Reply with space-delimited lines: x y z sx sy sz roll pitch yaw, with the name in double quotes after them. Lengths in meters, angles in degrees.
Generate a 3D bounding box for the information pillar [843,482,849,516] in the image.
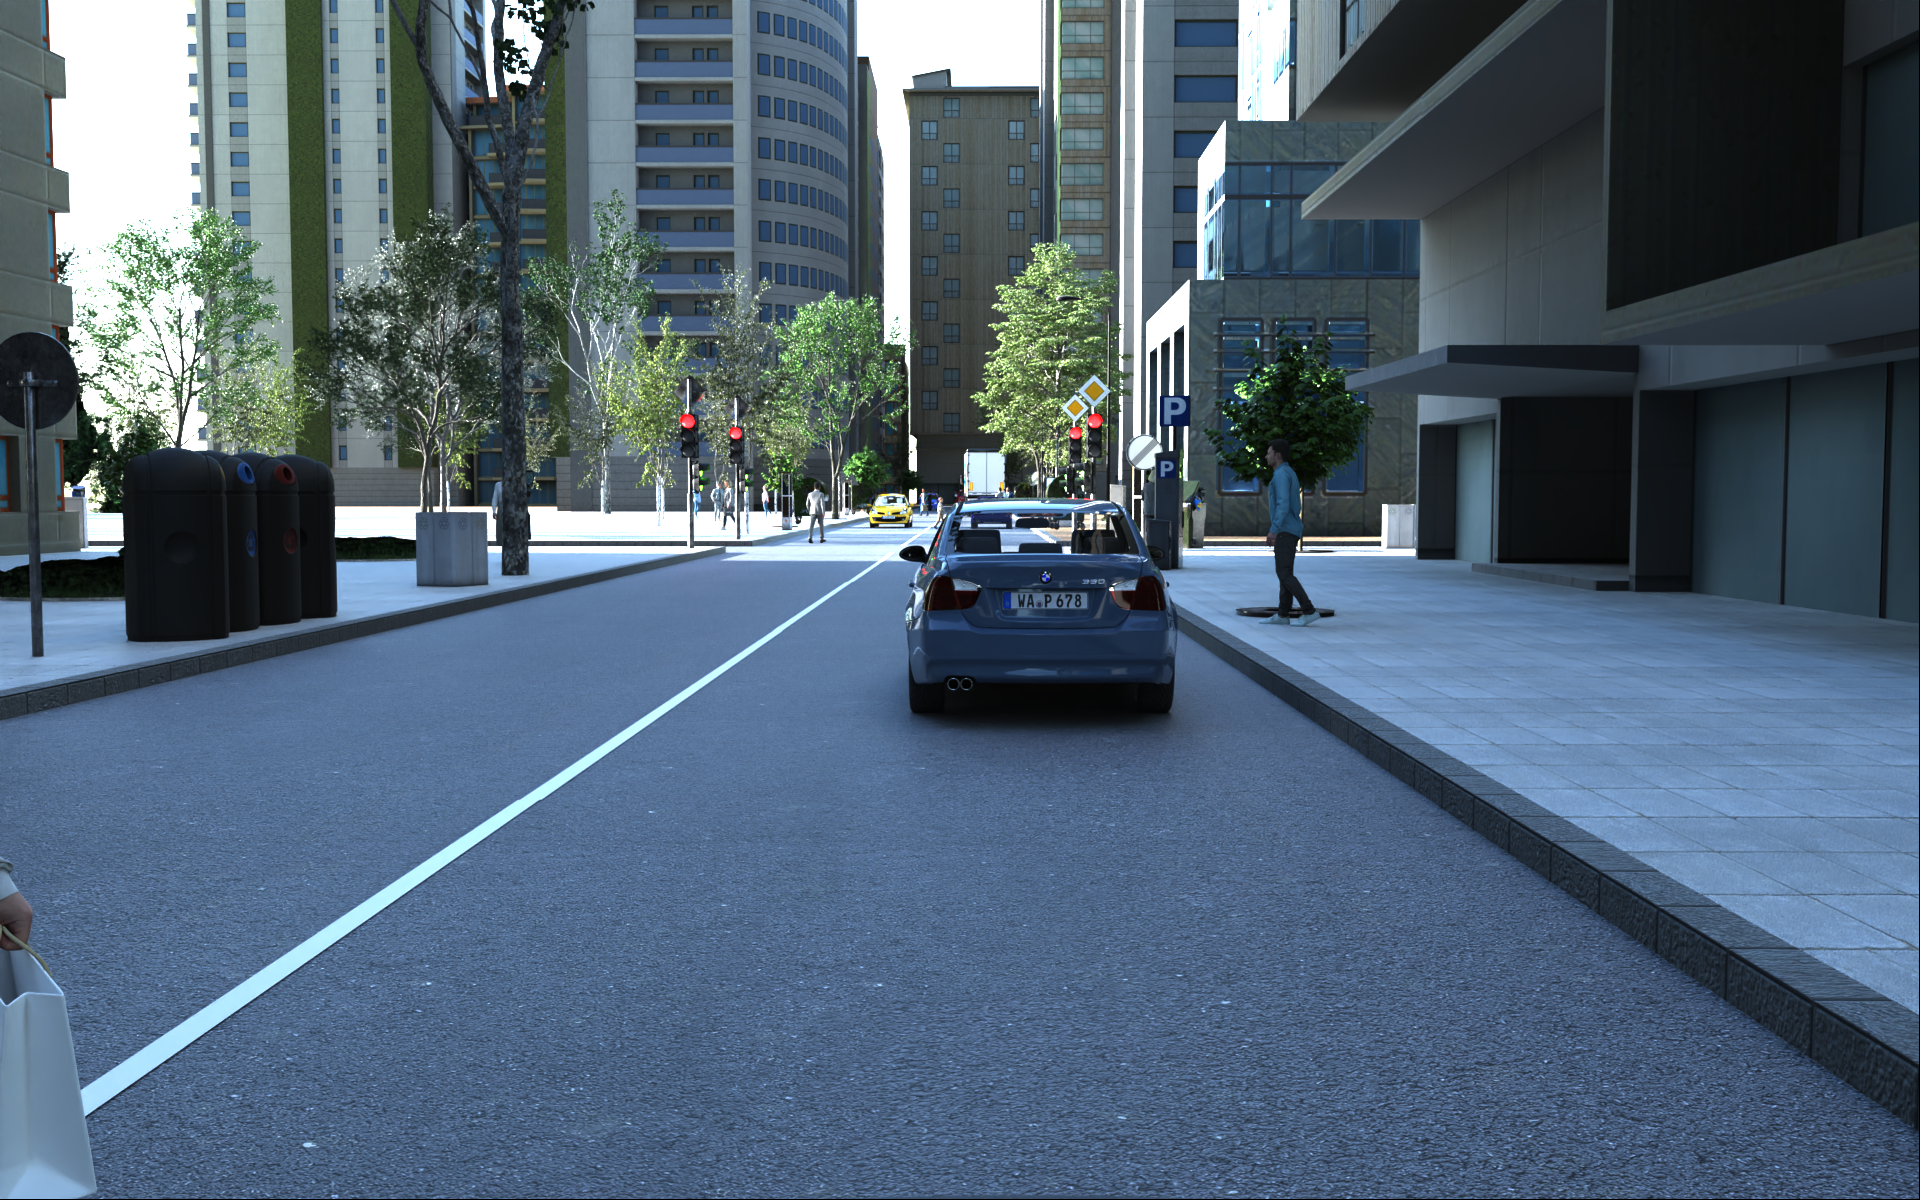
-6.785 -6.035 103.172 0.304 2.012 0.304 -1 4 -22 "information pillar"

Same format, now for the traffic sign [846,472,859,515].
-6.478 -6.338 103.634 0.884 2.594 0.081 0 4 1 "traffic sign"

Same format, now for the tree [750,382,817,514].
-11.640 -9.850 111.412 4.737 8.622 4.395 0 3 0 "tree"

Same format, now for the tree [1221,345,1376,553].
7.460 -3.334 38.220 4.285 4.588 4.351 0 3 0 "tree"

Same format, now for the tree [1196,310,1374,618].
3.453 -1.459 18.450 1.663 3.219 1.824 0 3 0 "tree"

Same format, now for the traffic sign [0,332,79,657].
-7.292 -0.826 13.619 0.768 2.556 0.104 0 4 5 "traffic sign"

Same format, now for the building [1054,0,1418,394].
22.251 -34.499 153.304 28.713 52.752 27.495 0 4 1 "building"

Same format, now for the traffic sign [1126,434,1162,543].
3.943 -2.260 37.050 0.768 2.556 0.104 1 4 10 "traffic sign"

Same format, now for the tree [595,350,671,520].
-14.971 -8.295 85.988 4.360 8.622 3.978 0 3 0 "tree"

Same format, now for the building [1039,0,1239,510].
18.815 -39.132 181.801 21.231 58.520 28.212 0 4 1 "building"

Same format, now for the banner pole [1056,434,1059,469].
4.004 -4.991 71.617 0.401 3.779 0.863 0 4 6 "banner pole"

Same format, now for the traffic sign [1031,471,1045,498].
4.339 -5.880 96.241 0.768 2.556 0.104 0 4 3 "traffic sign"

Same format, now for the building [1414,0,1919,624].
19.918 -26.358 20.192 28.713 52.752 27.495 0 4 1 "building"

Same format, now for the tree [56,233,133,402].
-29.737 -7.278 53.406 8.767 10.594 7.601 0 4 6 "tree"

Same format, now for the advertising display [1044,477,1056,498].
3.488 -3.690 65.537 0.123 1.923 0.974 3 4 37 "advertising display"

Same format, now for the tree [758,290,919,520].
-6.176 -9.878 87.265 9.928 11.665 9.643 0 3 0 "tree"

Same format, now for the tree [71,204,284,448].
-27.924 -8.320 61.789 9.928 11.665 9.643 0 3 0 "tree"

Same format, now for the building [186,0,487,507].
-65.795 -39.391 186.036 28.212 58.520 21.231 0 4 1 "building"

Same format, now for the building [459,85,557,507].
-36.922 -32.492 185.869 28.867 44.769 22.147 0 4 1 "building"

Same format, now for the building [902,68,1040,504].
6.966 -38.784 223.362 27.495 52.752 28.713 0 4 1 "building"

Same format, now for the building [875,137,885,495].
-15.398 -30.991 190.298 14.086 41.232 14.154 0 4 1 "building"

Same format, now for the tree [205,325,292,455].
-31.503 -7.671 75.779 4.360 8.622 3.978 0 3 0 "tree"

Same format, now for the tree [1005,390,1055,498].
5.199 -9.620 107.653 4.737 8.622 4.395 0 3 0 "tree"

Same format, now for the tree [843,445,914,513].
-6.323 -8.090 115.992 4.285 4.588 4.351 0 3 0 "tree"

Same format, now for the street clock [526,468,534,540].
-12.187 -2.695 48.626 0.358 2.002 0.471 2 4 29 "street clock"

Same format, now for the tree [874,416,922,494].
-5.779 -12.979 162.575 4.360 8.622 3.978 0 3 0 "tree"

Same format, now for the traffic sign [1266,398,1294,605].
3.824 -1.217 20.009 0.768 2.556 0.104 0 4 6 "traffic sign"

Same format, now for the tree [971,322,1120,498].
4.289 -9.507 89.855 8.767 10.594 7.601 1 4 16 "tree"

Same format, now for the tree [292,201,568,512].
-17.176 -7.410 55.559 7.601 10.594 8.767 3 5 40 "tree"

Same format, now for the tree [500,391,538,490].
-30.331 -10.469 121.534 4.360 8.622 3.978 0 3 0 "tree"

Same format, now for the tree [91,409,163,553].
-17.978 -2.668 38.221 1.663 3.219 1.824 0 3 0 "tree"

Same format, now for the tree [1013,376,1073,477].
4.970 -9.233 101.328 4.360 8.622 3.978 0 3 0 "tree"

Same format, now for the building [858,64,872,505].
-15.654 -29.145 160.109 14.154 41.232 14.086 0 4 1 "building"

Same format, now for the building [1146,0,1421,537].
22.487 -45.753 60.741 31.000 86.520 22.319 0 4 1 "building"

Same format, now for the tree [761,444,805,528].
-6.878 -4.405 66.630 1.663 3.219 1.824 0 3 0 "tree"

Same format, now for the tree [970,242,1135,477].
4.318 -9.826 78.783 7.486 12.596 7.792 0 3 0 "tree"

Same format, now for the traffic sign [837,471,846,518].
-6.554 -5.750 94.125 0.768 2.556 0.104 0 4 8 "traffic sign"

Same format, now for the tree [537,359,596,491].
-19.175 -8.644 91.692 4.360 8.622 3.978 0 3 0 "tree"

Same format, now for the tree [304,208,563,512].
-22.135 -10.012 74.065 12.009 13.543 11.850 0 3 0 "tree"

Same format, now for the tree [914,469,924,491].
-5.785 -12.936 195.223 4.285 4.588 4.351 0 3 0 "tree"

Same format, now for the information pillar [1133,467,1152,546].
3.960 -2.027 37.639 0.304 2.012 0.304 -3 5 -42 "information pillar"

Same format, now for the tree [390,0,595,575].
-8.541 -10.462 26.939 12.611 20.169 13.585 0 3 0 "tree"

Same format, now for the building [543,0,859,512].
-19.558 -36.437 137.749 21.231 58.520 28.212 0 4 1 "building"

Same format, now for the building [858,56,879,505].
-15.574 -32.095 174.868 14.600 45.320 14.200 0 4 1 "building"

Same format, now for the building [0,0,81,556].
-34.351 -10.983 24.618 28.899 21.520 27.650 0 4 1 "building"

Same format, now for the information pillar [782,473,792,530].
-6.166 -3.501 61.726 0.304 2.012 0.304 1 4 13 "information pillar"

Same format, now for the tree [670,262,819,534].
-6.724 -6.396 54.934 4.360 8.622 3.978 0 3 0 "tree"

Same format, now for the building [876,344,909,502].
-21.545 -23.200 224.356 28.899 21.520 27.650 0 4 1 "building"

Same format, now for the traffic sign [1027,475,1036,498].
4.709 -6.847 112.050 0.768 2.556 0.104 1 4 9 "traffic sign"

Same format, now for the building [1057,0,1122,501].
14.352 -27.442 132.269 14.154 41.232 14.086 0 4 1 "building"

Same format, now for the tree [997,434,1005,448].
5.574 -14.874 193.549 4.737 8.622 4.395 0 3 0 "tree"
